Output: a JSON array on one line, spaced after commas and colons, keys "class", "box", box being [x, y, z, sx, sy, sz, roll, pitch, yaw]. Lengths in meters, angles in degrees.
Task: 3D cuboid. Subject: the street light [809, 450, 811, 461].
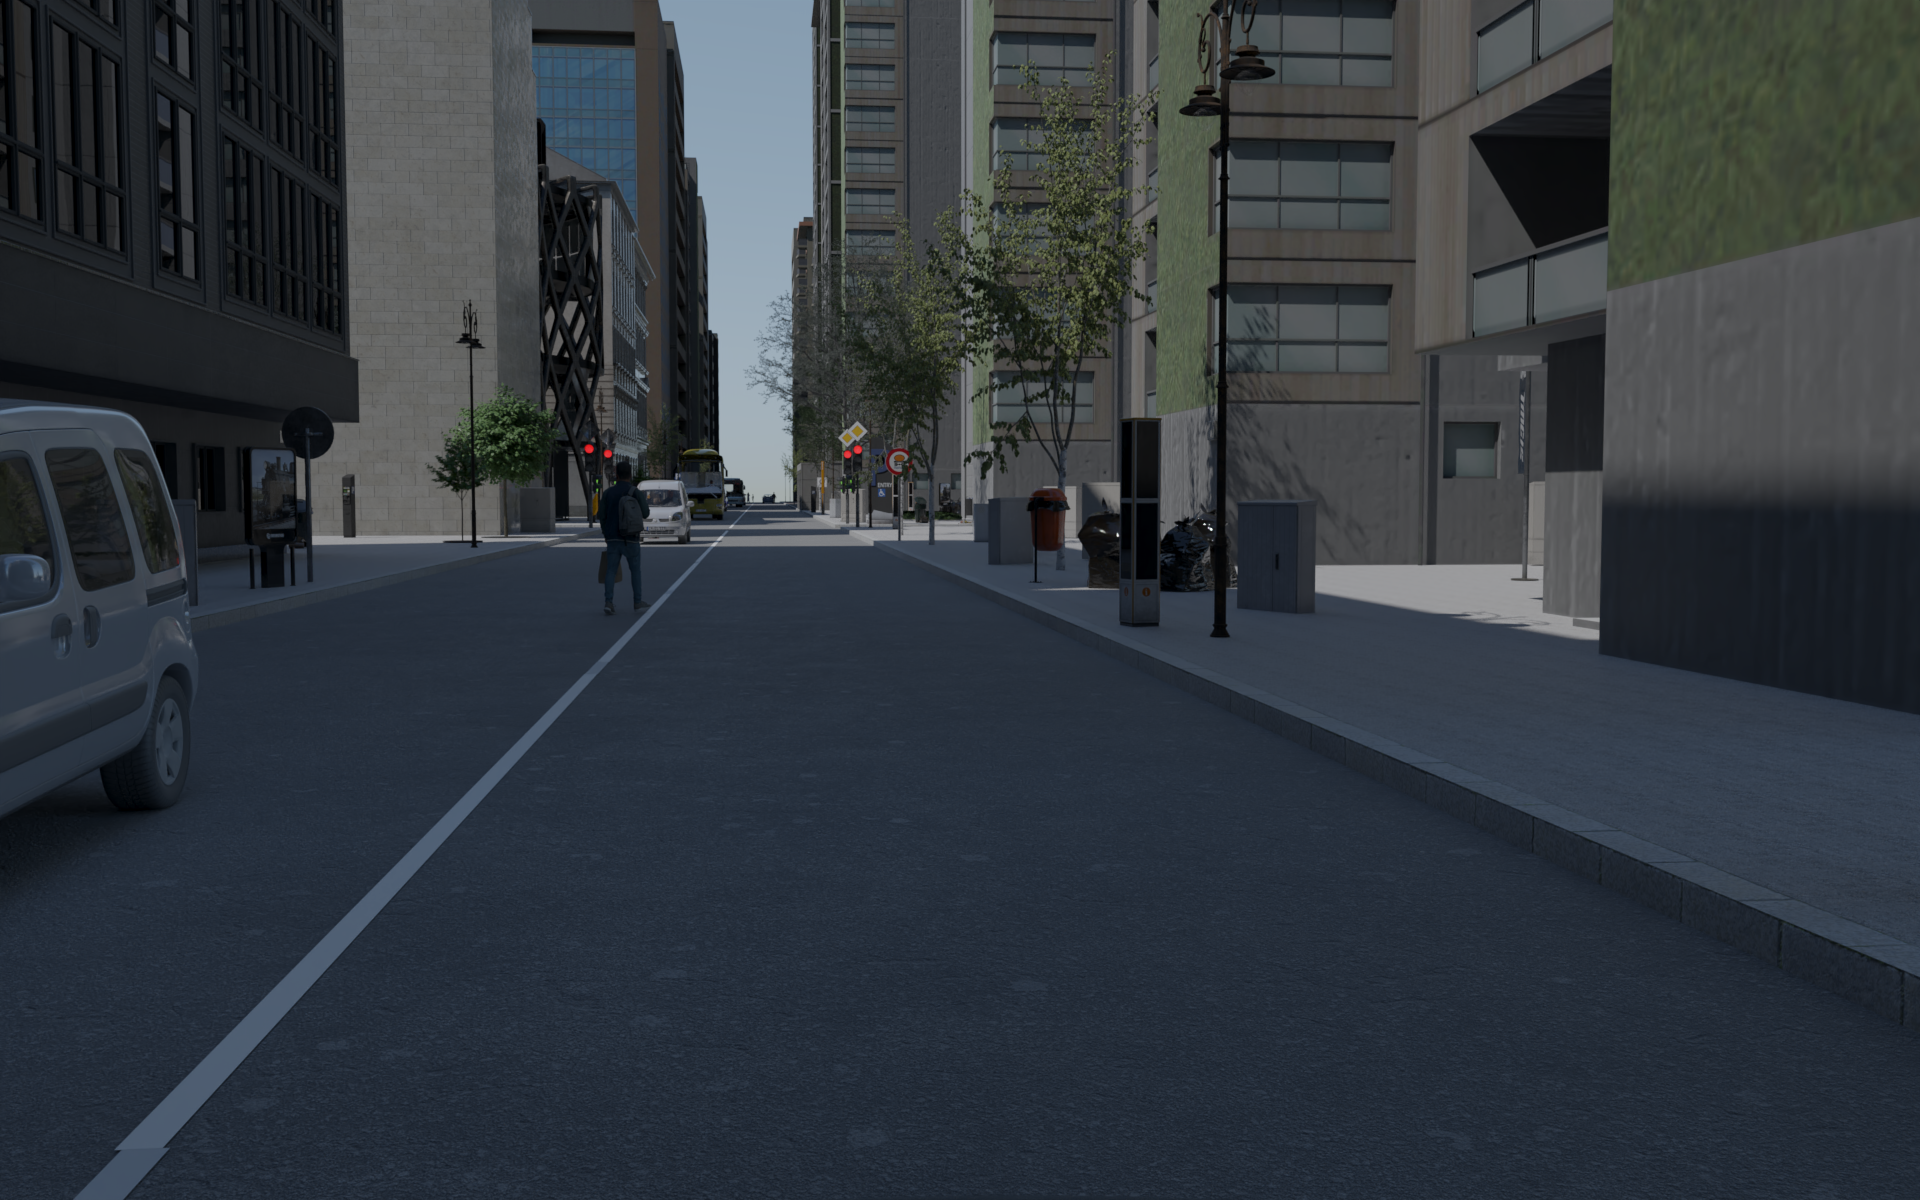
[{"class": "street light", "box": [-12.873, -10.772, 148.907, 0.468, 5.910, 1.993, 0, 4, -6]}]

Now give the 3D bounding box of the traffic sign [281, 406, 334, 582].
[{"class": "traffic sign", "box": [-9.486, -1.535, 25.208, 0.768, 2.556, 0.104, 0, 3, 0]}]

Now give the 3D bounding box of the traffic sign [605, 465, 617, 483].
[{"class": "traffic sign", "box": [-15.380, -4.701, 76.959, 0.768, 2.556, 0.104, 0, 4, -1]}]

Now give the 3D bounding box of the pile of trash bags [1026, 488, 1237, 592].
[{"class": "pile of trash bags", "box": [2.278, -0.887, 24.250, 3.447, 1.369, 1.912, 3, 5, 43]}]

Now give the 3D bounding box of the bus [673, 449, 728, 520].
[{"class": "bus", "box": [-14.680, -6.540, 98.471, 2.896, 3.916, 12.252, 0, 4, -8]}]

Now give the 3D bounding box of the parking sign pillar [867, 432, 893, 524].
[{"class": "parking sign pillar", "box": [-3.291, -5.268, 74.611, 1.447, 3.967, 1.447, 2, 4, 24]}]

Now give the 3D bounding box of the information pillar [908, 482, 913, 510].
[{"class": "information pillar", "box": [-3.048, -6.268, 106.980, 0.304, 2.012, 0.304, 0, 4, -5]}]

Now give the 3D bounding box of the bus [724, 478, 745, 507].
[{"class": "bus", "box": [-25.401, -12.057, 191.986, 2.948, 3.499, 13.247, -1, 4, -8]}]

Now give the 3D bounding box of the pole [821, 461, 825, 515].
[{"class": "pole", "box": [-8.489, -6.941, 107.328, 0.158, 3.312, 0.155, 0, 3, 0]}]

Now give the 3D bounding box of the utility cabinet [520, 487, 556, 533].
[{"class": "utility cabinet", "box": [-13.891, -2.951, 56.935, 1.173, 1.500, 0.318, 1, 4, 21]}]

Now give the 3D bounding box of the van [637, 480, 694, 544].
[{"class": "van", "box": [-8.770, -2.668, 50.638, 2.013, 2.044, 4.112, 0, 4, -6]}]

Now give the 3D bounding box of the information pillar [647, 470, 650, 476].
[{"class": "information pillar", "box": [-26.093, -9.383, 144.774, 0.504, 3.616, 0.183, 3, 5, 42]}]

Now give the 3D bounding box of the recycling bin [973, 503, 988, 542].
[{"class": "recycling bin", "box": [0.725, -2.072, 46.435, 0.722, 1.027, 0.722, 0, 4, -2]}]

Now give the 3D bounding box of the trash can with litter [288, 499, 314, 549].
[{"class": "trash can with litter", "box": [-15.672, -1.818, 41.117, 0.624, 1.170, 1.055, -1, 4, -20]}]

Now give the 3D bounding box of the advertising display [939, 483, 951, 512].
[{"class": "advertising display", "box": [-0.882, -5.772, 99.583, 0.123, 1.923, 0.974, 3, 4, 37]}]

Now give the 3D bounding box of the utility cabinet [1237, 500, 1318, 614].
[{"class": "utility cabinet", "box": [3.466, -0.482, 19.035, 0.306, 1.237, 1.020, -2, 4, -29]}]

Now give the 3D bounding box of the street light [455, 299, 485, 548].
[{"class": "street light", "box": [-11.620, -4.187, 41.253, 0.468, 5.910, 1.993, 0, 4, -6]}]

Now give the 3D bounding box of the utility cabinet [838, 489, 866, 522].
[{"class": "utility cabinet", "box": [-4.809, -4.242, 78.034, 1.173, 1.500, 0.318, 2, 4, 31]}]

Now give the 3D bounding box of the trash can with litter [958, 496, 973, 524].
[{"class": "trash can with litter", "box": [0.877, -3.952, 75.676, 2.233, 1.210, 1.678, -1, 4, -12]}]

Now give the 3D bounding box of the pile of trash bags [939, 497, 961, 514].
[{"class": "pile of trash bags", "box": [0.277, -5.765, 104.006, 3.447, 1.369, 1.912, 3, 5, 39]}]

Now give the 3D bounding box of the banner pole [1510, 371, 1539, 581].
[{"class": "banner pole", "box": [8.405, -2.189, 25.813, 0.401, 3.779, 0.863, 0, 4, 7]}]

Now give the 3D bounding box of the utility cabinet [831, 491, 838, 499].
[{"class": "utility cabinet", "box": [-8.913, -7.307, 128.150, 1.173, 1.500, 0.318, -1, 4, -13]}]

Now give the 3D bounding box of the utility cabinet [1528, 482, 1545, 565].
[{"class": "utility cabinet", "box": [10.807, -1.365, 31.001, 1.173, 1.500, 0.318, 0, 4, 2]}]

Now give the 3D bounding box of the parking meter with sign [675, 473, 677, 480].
[{"class": "parking meter with sign", "box": [-23.463, -9.052, 144.258, 0.543, 3.016, 1.738, -1, 4, -11]}]

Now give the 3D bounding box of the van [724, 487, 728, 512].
[{"class": "van", "box": [-20.315, -8.516, 143.625, 2.240, 2.365, 5.245, 0, 4, -6]}]

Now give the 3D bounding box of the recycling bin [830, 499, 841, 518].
[{"class": "recycling bin", "box": [-6.536, -4.919, 92.980, 0.722, 1.027, 0.722, -2, 4, -27]}]

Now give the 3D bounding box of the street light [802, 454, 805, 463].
[{"class": "street light", "box": [-15.817, -12.369, 175.018, 0.468, 5.910, 1.993, 0, 4, -6]}]

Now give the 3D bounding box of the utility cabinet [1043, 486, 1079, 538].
[{"class": "utility cabinet", "box": [2.983, -2.549, 50.349, 1.173, 1.500, 0.318, 3, 4, 39]}]

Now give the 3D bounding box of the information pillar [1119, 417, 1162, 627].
[{"class": "information pillar", "box": [1.747, -0.753, 16.808, 0.304, 2.012, 0.304, -1, 4, -21]}]

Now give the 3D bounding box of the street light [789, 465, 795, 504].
[{"class": "street light", "box": [-21.548, -15.420, 224.900, 0.468, 5.910, 1.993, 0, 4, -6]}]

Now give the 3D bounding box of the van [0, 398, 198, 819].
[{"class": "van", "box": [-4.228, 0.034, 6.449, 2.013, 2.044, 4.112, 0, 4, -8]}]

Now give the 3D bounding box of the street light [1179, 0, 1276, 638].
[{"class": "street light", "box": [2.334, -2.605, 15.374, 0.468, 5.910, 1.993, 0, 4, -6]}]

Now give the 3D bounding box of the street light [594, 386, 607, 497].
[{"class": "street light", "box": [-15.333, -6.198, 74.132, 0.468, 5.910, 1.993, 0, 4, -6]}]

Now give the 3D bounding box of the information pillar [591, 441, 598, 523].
[{"class": "information pillar", "box": [-16.103, -5.191, 76.221, 0.183, 3.616, 0.504, -3, 4, -38]}]

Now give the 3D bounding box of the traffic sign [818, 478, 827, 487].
[{"class": "traffic sign", "box": [-8.583, -6.468, 107.888, 0.606, 2.300, 0.079, 0, 4, -3]}]

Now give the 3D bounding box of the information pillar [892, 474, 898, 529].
[{"class": "information pillar", "box": [-2.284, -3.574, 62.922, 0.304, 2.012, 0.304, 0, 4, 8]}]

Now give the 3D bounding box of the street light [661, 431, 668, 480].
[{"class": "street light", "box": [-21.131, -9.262, 124.218, 0.468, 5.910, 1.993, 0, 4, -6]}]

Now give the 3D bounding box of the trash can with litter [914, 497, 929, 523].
[{"class": "trash can with litter", "box": [-1.625, -4.001, 76.806, 0.624, 1.170, 1.055, -1, 4, -23]}]

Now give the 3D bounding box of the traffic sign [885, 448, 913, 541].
[{"class": "traffic sign", "box": [-1.664, -2.903, 47.564, 0.768, 2.556, 0.104, 0, 4, -5]}]

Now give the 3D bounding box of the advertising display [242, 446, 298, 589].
[{"class": "advertising display", "box": [-9.447, -1.134, 23.760, 0.123, 1.923, 0.974, 1, 4, 16]}]

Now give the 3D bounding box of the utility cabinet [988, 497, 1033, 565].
[{"class": "utility cabinet", "box": [0.933, -1.262, 31.795, 0.306, 1.237, 1.020, 3, 5, 40]}]

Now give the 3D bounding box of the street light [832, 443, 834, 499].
[{"class": "street light", "box": [-7.247, -7.716, 98.939, 0.468, 5.910, 1.993, 0, 4, -6]}]

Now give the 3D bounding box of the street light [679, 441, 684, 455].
[{"class": "street light", "box": [-24.018, -10.817, 149.642, 0.468, 5.910, 1.993, 0, 4, -6]}]

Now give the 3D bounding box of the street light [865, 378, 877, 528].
[{"class": "street light", "box": [-3.406, -5.687, 65.775, 0.468, 5.910, 1.993, 0, 4, -6]}]

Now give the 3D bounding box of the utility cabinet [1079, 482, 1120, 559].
[{"class": "utility cabinet", "box": [2.891, -1.507, 33.319, 0.318, 1.500, 1.173, -3, 5, -44]}]

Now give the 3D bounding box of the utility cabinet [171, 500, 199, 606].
[{"class": "utility cabinet", "box": [-9.265, -0.526, 19.769, 1.020, 1.237, 0.306, -1, 4, -22]}]
